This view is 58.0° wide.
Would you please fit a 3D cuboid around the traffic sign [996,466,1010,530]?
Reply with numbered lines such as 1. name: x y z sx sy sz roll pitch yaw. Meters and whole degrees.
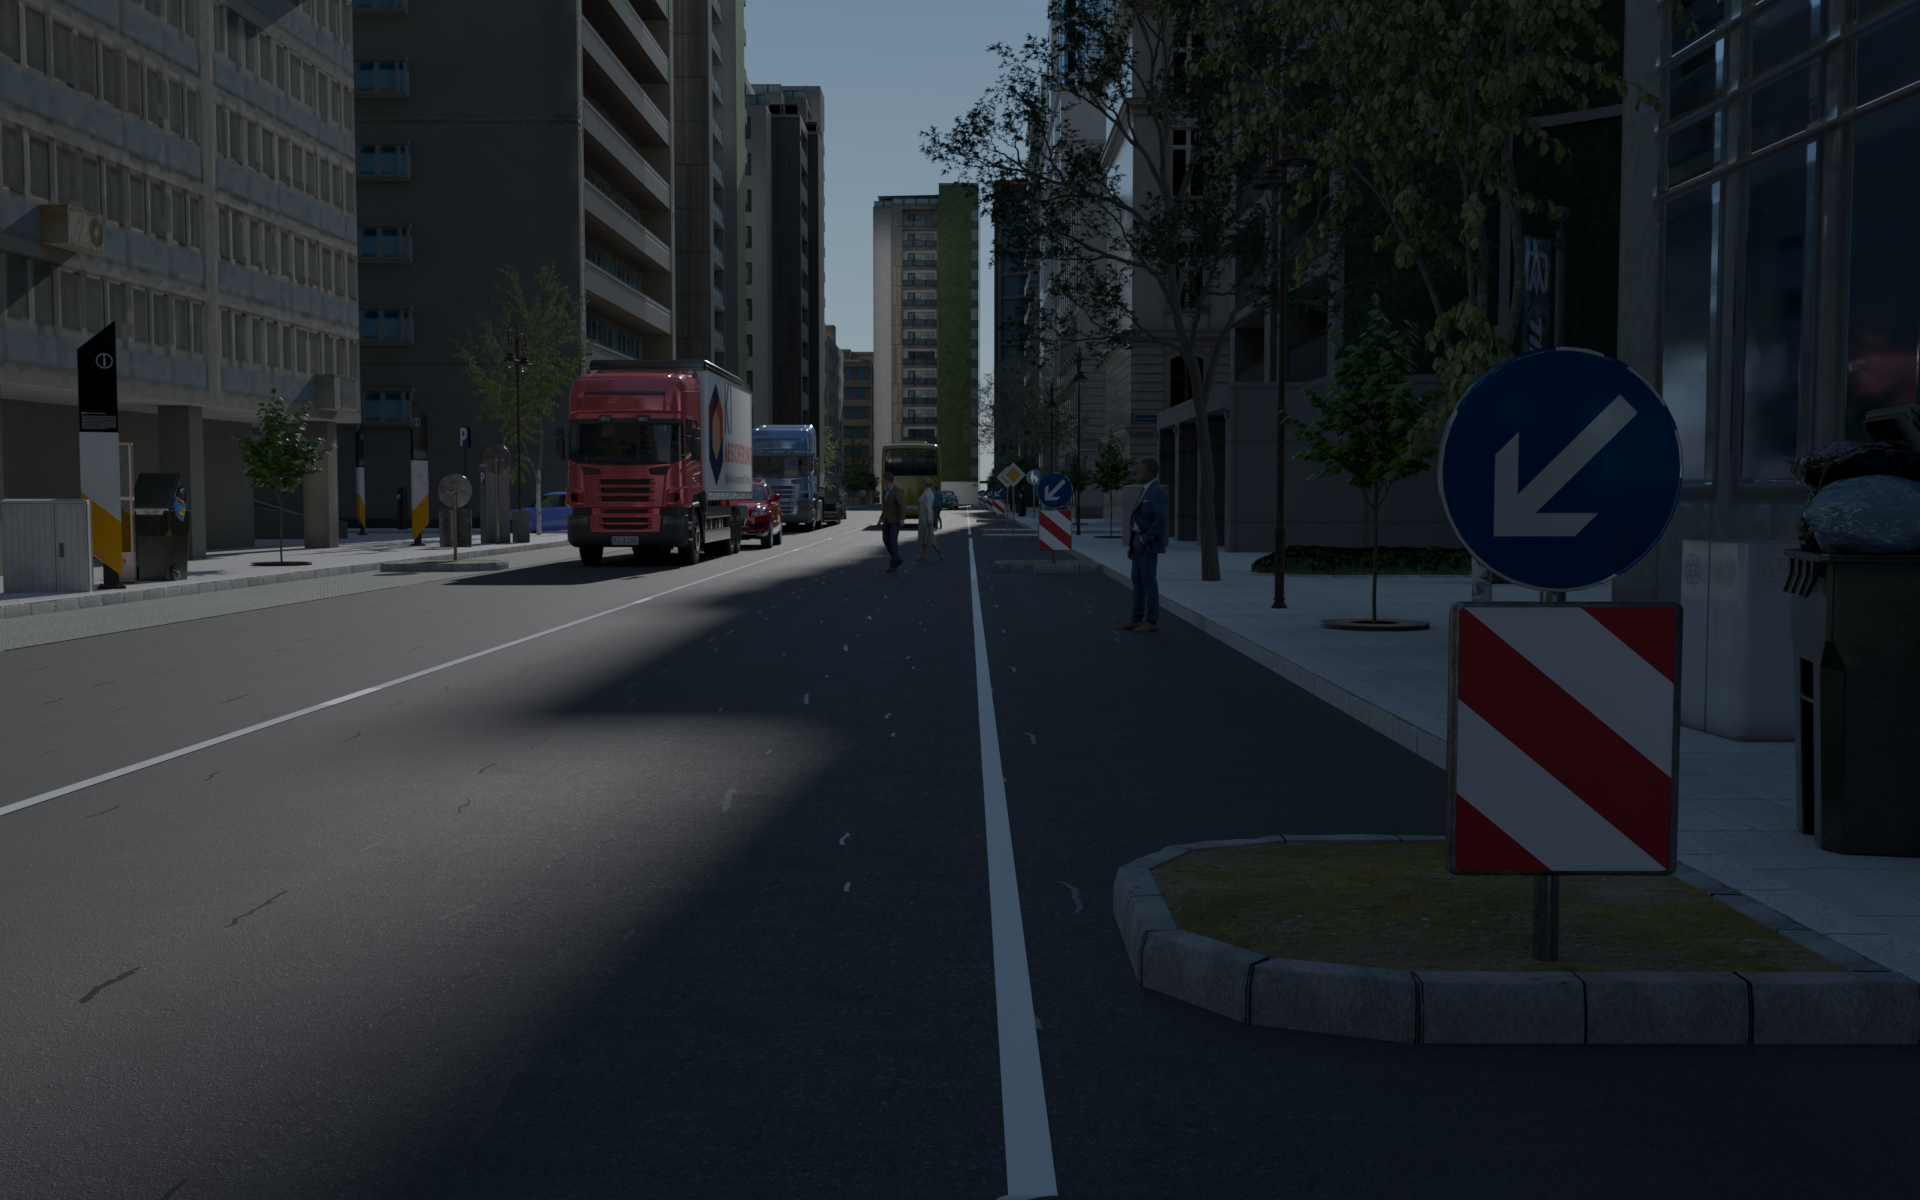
1. traffic sign: 1.702 -3.596 62.432 0.795 2.450 0.064 0 4 0

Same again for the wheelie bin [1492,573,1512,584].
1. wheelie bin: 7.742 -1.040 24.911 0.693 1.594 0.980 0 4 7

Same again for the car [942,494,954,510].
1. car: -1.579 -8.706 154.145 2.131 1.459 4.920 0 4 -1

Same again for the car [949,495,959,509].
1. car: -1.072 -9.450 166.874 2.083 1.381 4.827 0 4 -1

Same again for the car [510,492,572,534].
1. car: -13.760 -3.026 59.060 3.694 1.707 1.945 0 3 0

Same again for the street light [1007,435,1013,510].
1. street light: 3.988 -10.020 136.617 0.468 5.910 1.993 0 4 0

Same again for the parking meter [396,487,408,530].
1. parking meter: -20.129 -3.308 62.495 0.372 1.533 0.369 0 3 0

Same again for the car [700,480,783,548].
1. car: -6.017 -2.372 47.450 2.281 1.827 5.304 0 4 -2

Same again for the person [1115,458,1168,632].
1. person: 1.943 -0.573 18.044 0.419 1.800 0.721 -1 4 -17

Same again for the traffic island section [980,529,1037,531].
1. traffic island section: 1.725 -2.460 62.509 2.009 0.180 2.903 0 4 0

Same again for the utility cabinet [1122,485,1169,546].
1. utility cabinet: 4.525 -2.059 42.342 1.173 1.500 0.318 3 5 40

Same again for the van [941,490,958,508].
1. van: -1.269 -10.493 178.565 2.013 2.044 4.112 0 4 2

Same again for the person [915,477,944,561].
1. person: -0.644 -1.727 36.958 0.641 1.798 0.478 1 4 23

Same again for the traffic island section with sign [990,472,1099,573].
1. traffic island section with sign: 1.627 -1.455 32.411 1.989 1.847 2.006 0 4 0

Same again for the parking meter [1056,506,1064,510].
1. parking meter: 3.981 -3.714 69.127 0.372 1.533 0.369 0 3 0

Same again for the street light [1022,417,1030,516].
1. street light: 3.920 -7.997 103.546 0.468 5.910 1.993 0 4 0

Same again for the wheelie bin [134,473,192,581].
1. wheelie bin: -11.892 -1.090 25.736 0.980 1.594 0.693 0 4 5

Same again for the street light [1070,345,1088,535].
1. street light: 3.696 -4.959 53.875 0.468 5.910 1.993 0 4 0

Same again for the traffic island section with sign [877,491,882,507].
1. traffic island section with sign: -9.084 -11.178 191.389 1.989 1.847 2.006 0 4 0

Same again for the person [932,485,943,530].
1. person: -0.897 -3.680 69.016 0.601 1.785 0.444 -2 4 -34

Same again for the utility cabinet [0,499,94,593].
1. utility cabinet: -11.903 -0.699 22.597 1.020 1.237 0.306 -1 4 -16

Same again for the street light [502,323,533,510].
1. street light: -11.938 -4.529 46.841 0.468 5.910 1.993 0 4 0

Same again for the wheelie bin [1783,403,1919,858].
1. wheelie bin: 3.381 0.099 6.293 0.693 1.594 0.980 1 4 14

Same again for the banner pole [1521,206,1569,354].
1. banner pole: 5.062 -1.530 15.030 0.863 3.779 0.401 -3 5 -42

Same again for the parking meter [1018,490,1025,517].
1. parking meter: 3.494 -5.512 98.538 0.372 1.533 0.369 0 3 0

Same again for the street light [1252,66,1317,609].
1. street light: 3.589 -2.844 19.295 0.468 5.910 1.993 0 4 0

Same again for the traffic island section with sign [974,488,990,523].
1. traffic island section with sign: 1.817 -4.837 87.719 1.989 1.847 2.006 0 4 0

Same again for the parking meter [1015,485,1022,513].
1. parking meter: 3.958 -6.791 116.741 0.399 1.863 0.255 -2 4 -35

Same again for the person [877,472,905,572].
1. person: -1.272 -1.449 32.099 0.656 1.842 0.836 1 4 19

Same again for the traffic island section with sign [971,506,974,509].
1. traffic island section with sign: 1.910 -6.540 115.557 1.989 1.847 2.006 0 4 0

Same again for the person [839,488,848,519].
1. person: -6.643 -5.464 98.044 0.583 1.804 0.606 -2 4 -33

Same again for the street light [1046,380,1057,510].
1. street light: 3.727 -5.975 70.474 0.468 5.910 1.993 0 4 0

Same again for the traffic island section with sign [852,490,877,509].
1. traffic island section with sign: -9.185 -9.529 164.434 1.989 1.847 2.006 0 4 0

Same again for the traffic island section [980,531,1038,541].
1. traffic island section: 1.698 -1.972 54.524 2.009 0.180 2.903 0 4 0

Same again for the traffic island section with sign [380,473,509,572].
1. traffic island section with sign: -9.639 -1.471 32.672 1.989 1.847 2.006 0 4 0

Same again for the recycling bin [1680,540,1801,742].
1. recycling bin: 4.363 0.199 9.294 0.722 1.027 0.722 0 4 -3

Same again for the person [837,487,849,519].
1. person: -6.810 -5.578 99.483 0.659 1.850 0.755 2 4 29

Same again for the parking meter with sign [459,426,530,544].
1. parking meter with sign: -12.101 -2.989 45.125 1.738 3.016 0.543 -3 5 -41

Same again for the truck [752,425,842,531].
1. truck: -6.810 -5.106 73.246 2.967 4.110 18.799 0 4 0

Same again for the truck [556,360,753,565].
1. truck: -6.494 -3.031 38.466 2.839 4.237 11.283 0 3 0

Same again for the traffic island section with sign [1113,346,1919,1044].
1. traffic island section with sign: 1.518 0.194 5.456 1.989 1.847 2.006 0 4 0
